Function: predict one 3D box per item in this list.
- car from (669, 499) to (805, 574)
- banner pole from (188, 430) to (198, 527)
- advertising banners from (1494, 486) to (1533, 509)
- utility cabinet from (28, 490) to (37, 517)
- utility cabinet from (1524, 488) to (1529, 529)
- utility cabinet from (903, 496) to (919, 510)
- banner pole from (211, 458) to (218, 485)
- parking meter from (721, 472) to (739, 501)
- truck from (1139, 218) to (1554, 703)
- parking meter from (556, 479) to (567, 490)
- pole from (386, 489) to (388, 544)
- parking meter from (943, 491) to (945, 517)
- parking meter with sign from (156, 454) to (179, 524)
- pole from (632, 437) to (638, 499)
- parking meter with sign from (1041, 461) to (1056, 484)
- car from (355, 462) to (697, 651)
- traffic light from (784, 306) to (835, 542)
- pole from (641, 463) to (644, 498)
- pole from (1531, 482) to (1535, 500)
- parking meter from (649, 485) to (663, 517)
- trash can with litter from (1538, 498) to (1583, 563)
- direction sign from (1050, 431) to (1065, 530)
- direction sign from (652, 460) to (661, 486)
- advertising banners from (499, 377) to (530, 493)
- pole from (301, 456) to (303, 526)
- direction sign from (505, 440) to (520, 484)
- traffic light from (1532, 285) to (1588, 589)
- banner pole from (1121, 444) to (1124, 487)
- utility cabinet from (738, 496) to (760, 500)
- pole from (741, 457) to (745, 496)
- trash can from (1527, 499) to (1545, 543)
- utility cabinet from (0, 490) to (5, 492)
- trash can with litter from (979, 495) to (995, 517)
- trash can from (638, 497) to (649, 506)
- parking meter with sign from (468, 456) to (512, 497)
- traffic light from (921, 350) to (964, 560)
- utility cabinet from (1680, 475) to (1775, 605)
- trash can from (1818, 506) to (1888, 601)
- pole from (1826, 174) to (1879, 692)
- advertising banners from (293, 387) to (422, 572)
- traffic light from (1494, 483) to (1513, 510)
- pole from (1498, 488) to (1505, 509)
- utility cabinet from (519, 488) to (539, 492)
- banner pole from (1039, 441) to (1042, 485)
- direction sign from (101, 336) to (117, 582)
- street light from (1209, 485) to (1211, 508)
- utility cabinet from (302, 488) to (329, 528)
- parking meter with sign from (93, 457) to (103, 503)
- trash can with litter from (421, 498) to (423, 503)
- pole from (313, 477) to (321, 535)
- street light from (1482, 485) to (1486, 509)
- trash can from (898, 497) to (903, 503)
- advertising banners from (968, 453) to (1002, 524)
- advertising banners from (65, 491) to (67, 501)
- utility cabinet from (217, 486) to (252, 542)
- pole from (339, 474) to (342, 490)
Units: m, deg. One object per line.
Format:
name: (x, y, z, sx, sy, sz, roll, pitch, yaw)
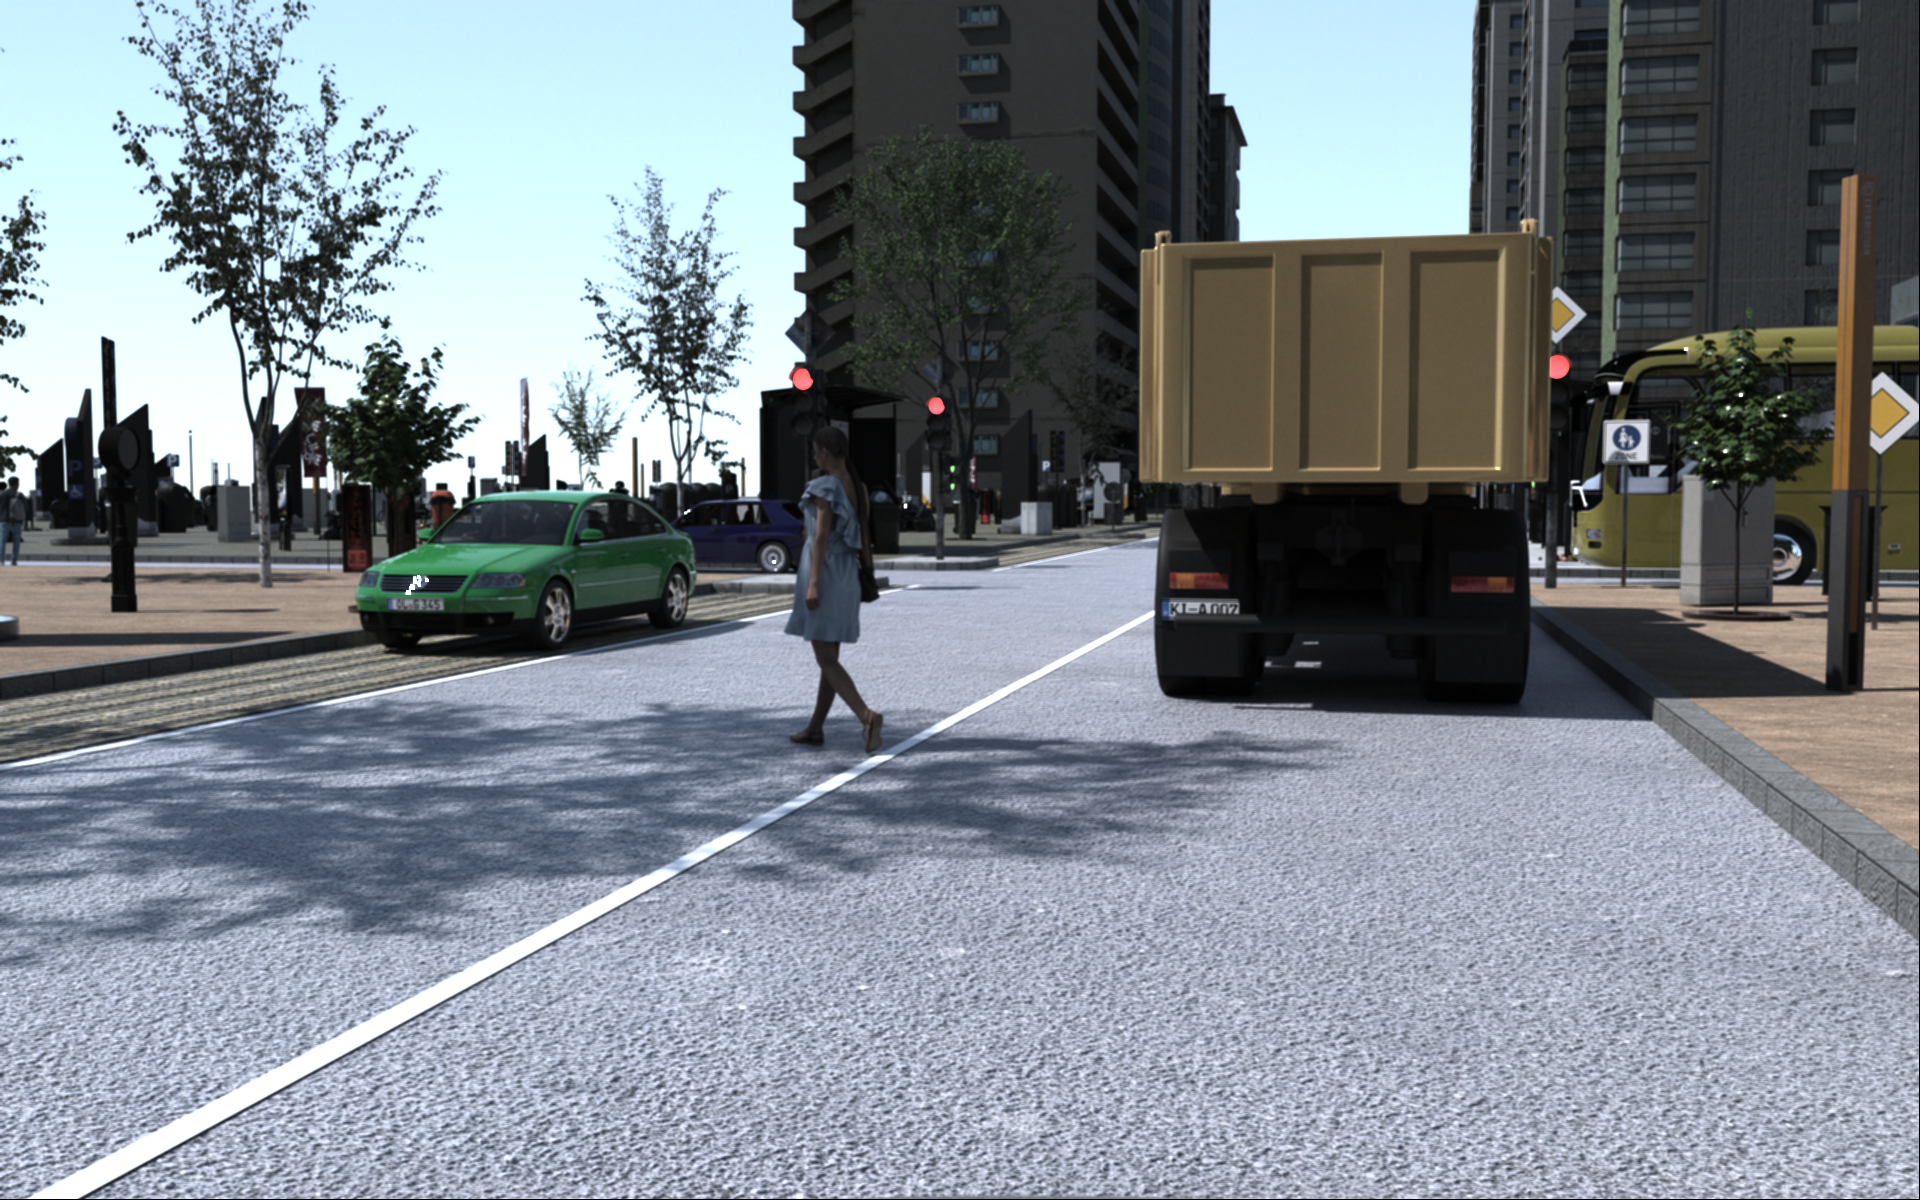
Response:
car: (-4.378, -1.179, 31.863, 3.894, 1.354, 1.945, 1, 4, 14)
banner pole: (-30.129, -4.766, 67.945, 0.401, 3.779, 0.863, -1, 4, -20)
advertising banners: (22.602, -4.519, 70.078, 2.074, 3.025, 0.090, 1, 4, 20)
utility cabinet: (-50.314, -5.270, 94.850, 1.173, 1.500, 0.318, -3, 5, -45)
utility cabinet: (20.373, -3.369, 63.758, 0.318, 1.500, 1.173, -2, 4, -31)
utility cabinet: (-1.751, -3.090, 61.679, 0.306, 1.237, 1.020, -1, 4, -19)
banner pole: (-52.076, -8.013, 121.026, 0.863, 3.779, 0.401, 2, 4, 30)
parking meter: (-5.525, -2.196, 41.620, 0.399, 1.863, 0.255, 0, 4, -5)
truck: (3.473, -1.206, 15.644, 3.469, 3.379, 9.791, 1, 4, 13)
parking meter: (-15.717, -3.832, 68.362, 0.399, 1.863, 0.255, -1, 4, -11)
pole: (-14.758, -3.118, 44.825, 0.158, 3.312, 0.155, 0, 3, 0)
parking meter: (-1.029, -5.338, 95.683, 0.372, 1.533, 0.369, 0, 3, 0)
parking meter with sign: (-34.575, -4.838, 75.370, 0.543, 3.016, 1.738, 0, 4, -2)
pole: (-11.633, -4.171, 62.034, 0.158, 3.312, 0.155, 0, 3, 0)
parking meter with sign: (4.866, -5.810, 91.262, 0.543, 3.016, 1.738, 2, 4, 24)
car: (-4.180, -0.520, 17.305, 1.959, 1.807, 4.718, 1, 4, 14)
traffic light: (-2.245, -2.264, 25.930, 0.839, 4.253, 0.868, 1, 4, 14)
pole: (-21.091, -7.412, 115.036, 0.158, 3.312, 0.155, 0, 3, 0)
pole: (23.749, -4.764, 71.730, 0.158, 3.312, 0.155, 0, 3, 0)
parking meter: (-8.482, -2.443, 48.351, 0.372, 1.533, 0.369, 0, 3, 0)
trash can with litter: (11.984, -1.358, 33.258, 1.678, 1.210, 2.233, 3, 4, 39)
direction sign: (3.489, -4.290, 62.142, 0.379, 3.537, 0.876, 3, 4, 37)
direction sign: (-20.096, -7.512, 114.812, 0.876, 3.537, 0.379, 3, 5, 42)
advertising banners: (-6.902, -1.874, 26.833, 0.090, 3.025, 2.074, -2, 4, -26)
pole: (-22.747, -4.021, 59.590, 0.158, 3.312, 0.155, 0, 3, 0)
direction sign: (-18.968, -4.982, 73.446, 0.876, 3.537, 0.379, 3, 4, 37)
traffic light: (8.027, -2.114, 23.477, 0.839, 4.253, 0.868, 1, 4, 14)
banner pole: (8.185, -5.971, 87.648, 0.401, 3.779, 0.863, 0, 4, -2)
utility cabinet: (-5.932, -2.337, 49.368, 0.306, 1.237, 1.020, -3, 5, -44)
pole: (-12.038, -6.260, 96.187, 0.158, 3.312, 0.155, 0, 3, 0)
trash can: (15.229, -2.064, 45.399, 0.748, 1.137, 0.748, 0, 3, 0)
utility cabinet: (-54.508, -5.517, 98.886, 0.318, 1.500, 1.173, 1, 4, 9)
trash can with litter: (2.519, -5.516, 101.243, 2.233, 1.210, 1.678, 3, 5, 41)
trash can: (-13.169, -3.699, 72.140, 0.748, 1.137, 0.748, 0, 3, 0)
parking meter with sign: (-21.613, -5.088, 79.449, 1.738, 3.016, 0.543, 1, 4, 10)
traffic light: (-0.372, -2.738, 33.693, 0.839, 4.253, 0.868, 1, 4, 14)
utility cabinet: (8.867, -0.691, 19.979, 1.173, 1.500, 0.318, -2, 4, -26)
trash can: (10.738, -0.563, 20.858, 0.748, 1.137, 0.748, 0, 3, 0)
pole: (5.774, -1.062, 11.209, 0.158, 3.312, 0.155, 0, 3, 0)
advertising banners: (-9.832, -1.962, 28.271, 2.074, 3.025, 0.090, 0, 4, 4)
traffic light: (9.900, -2.588, 31.240, 0.839, 4.253, 0.868, 1, 4, 14)
pole: (13.988, -3.110, 44.690, 0.158, 3.312, 0.155, 0, 3, 0)
utility cabinet: (-16.707, -3.520, 66.239, 1.173, 1.500, 0.318, 0, 4, -3)
banner pole: (3.620, -5.658, 82.525, 0.863, 3.779, 0.401, 2, 4, 33)
direction sign: (-12.405, -2.038, 25.324, 0.379, 3.537, 0.876, -1, 4, -16)
street light: (15.703, -8.320, 108.827, 0.468, 5.910, 1.993, 1, 4, 14)
utility cabinet: (-24.394, -3.455, 65.167, 0.318, 1.500, 1.173, 3, 5, 40)
parking meter with sign: (-40.713, -5.199, 81.272, 0.543, 3.016, 1.738, -1, 4, -14)
trash can with litter: (-35.493, -6.255, 113.321, 2.233, 1.210, 1.678, -3, 4, -38)
pole: (-20.283, -3.714, 54.567, 0.158, 3.312, 0.155, 0, 3, 0)
street light: (14.099, -4.505, 46.449, 0.468, 5.910, 1.993, 1, 4, 14)
trash can: (-2.709, -4.155, 79.586, 0.748, 1.137, 0.748, 0, 3, 0)
advertising banners: (1.106, -4.752, 73.878, 2.074, 3.025, 0.090, 3, 5, 40)
advertising banners: (-51.371, -6.305, 99.272, 2.074, 3.025, 0.090, -3, 5, -43)
utility cabinet: (-19.390, -2.298, 46.251, 0.318, 1.500, 1.173, 0, 4, 6)
pole: (-43.526, -7.822, 121.737, 0.158, 3.312, 0.155, 0, 3, 0)
